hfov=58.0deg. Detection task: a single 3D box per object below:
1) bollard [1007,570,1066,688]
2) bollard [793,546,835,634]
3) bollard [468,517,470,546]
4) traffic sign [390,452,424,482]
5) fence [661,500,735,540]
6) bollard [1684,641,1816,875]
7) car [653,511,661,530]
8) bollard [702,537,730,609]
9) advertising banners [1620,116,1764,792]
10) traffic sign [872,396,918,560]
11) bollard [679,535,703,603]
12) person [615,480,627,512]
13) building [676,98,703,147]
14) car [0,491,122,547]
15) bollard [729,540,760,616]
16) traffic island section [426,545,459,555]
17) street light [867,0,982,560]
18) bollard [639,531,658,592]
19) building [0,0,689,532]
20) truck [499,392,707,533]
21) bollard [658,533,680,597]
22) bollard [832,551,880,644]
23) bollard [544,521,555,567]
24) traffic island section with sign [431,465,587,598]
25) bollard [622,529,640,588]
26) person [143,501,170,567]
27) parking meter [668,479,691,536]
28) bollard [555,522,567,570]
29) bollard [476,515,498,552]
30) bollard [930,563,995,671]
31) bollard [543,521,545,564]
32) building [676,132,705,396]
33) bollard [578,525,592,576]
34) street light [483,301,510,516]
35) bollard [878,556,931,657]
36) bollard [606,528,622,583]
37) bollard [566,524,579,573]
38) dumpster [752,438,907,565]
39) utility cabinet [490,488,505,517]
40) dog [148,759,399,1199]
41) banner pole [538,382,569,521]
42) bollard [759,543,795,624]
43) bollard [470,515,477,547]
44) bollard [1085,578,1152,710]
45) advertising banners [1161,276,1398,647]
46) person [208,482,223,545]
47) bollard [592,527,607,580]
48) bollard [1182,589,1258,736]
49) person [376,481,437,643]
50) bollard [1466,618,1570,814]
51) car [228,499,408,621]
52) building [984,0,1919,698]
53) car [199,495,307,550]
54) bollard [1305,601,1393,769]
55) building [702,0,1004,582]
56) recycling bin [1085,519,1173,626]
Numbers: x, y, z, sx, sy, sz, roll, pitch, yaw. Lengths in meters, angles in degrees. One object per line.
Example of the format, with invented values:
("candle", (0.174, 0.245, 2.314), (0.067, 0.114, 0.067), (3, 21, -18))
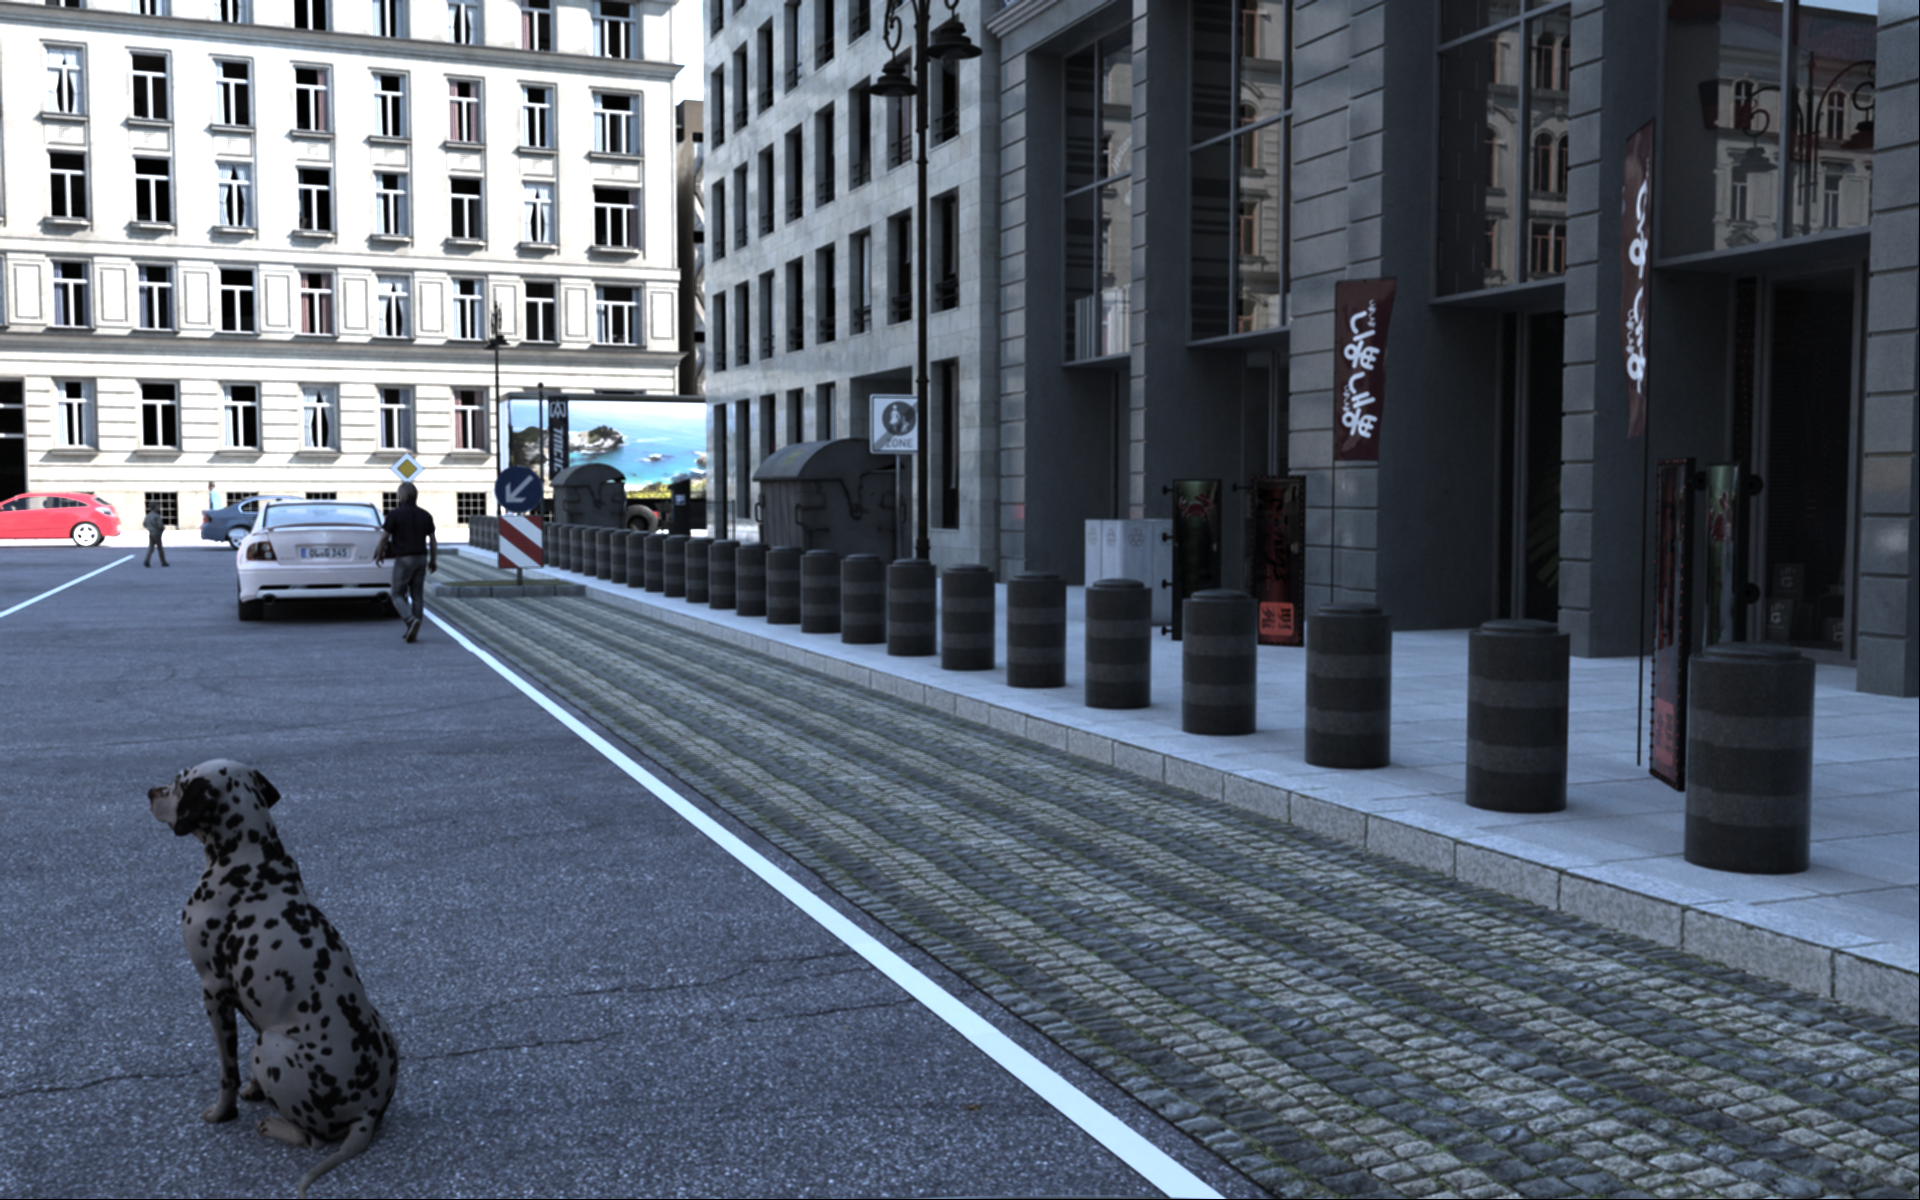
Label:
("bollard", (0.511, 0.191, 11.600), (0.404, 0.777, 0.398), (0, 3, 0))
("bollard", (-1.279, -0.084, 16.095), (0.404, 0.777, 0.398), (0, 3, 0))
("bollard", (-11.980, -1.727, 42.959), (0.404, 0.777, 0.398), (0, 3, 0))
("traffic sign", (-13.244, -2.318, 41.535), (0.795, 2.450, 0.064), (-1, 4, -22))
("fence", (-3.983, -0.935, 26.490), (0.480, 1.192, 2.264), (1, 4, 22))
("bollard", (2.735, 0.533, 6.008), (0.404, 0.777, 0.398), (0, 3, 0))
("car", (-8.940, -2.918, 56.388), (5.304, 1.827, 2.281), (-1, 4, -23))
("bollard", (-2.617, -0.289, 19.444), (0.404, 0.777, 0.398), (0, 3, 0))
("advertising banners", (3.141, -0.697, 7.577), (0.090, 3.025, 2.074), (0, 4, 8))
("traffic sign", (-0.636, -0.965, 17.913), (0.606, 2.300, 0.079), (-1, 4, -16))
("bollard", (-3.056, -0.358, 20.563), (0.404, 0.777, 0.398), (0, 3, 0))
("person", (-9.100, -2.283, 45.978), (0.789, 1.805, 0.875), (2, 4, 27))
("building", (-29.540, -33.221, 193.274), (14.200, 45.320, 14.600), (-1, 4, -22))
("car", (-25.237, -2.320, 46.969), (4.494, 1.783, 2.155), (-1, 4, -21))
("bollard", (-2.169, -0.221, 18.329), (0.404, 0.777, 0.398), (0, 3, 0))
("traffic island section", (-13.225, -1.183, 41.621), (2.009, 0.180, 2.903), (-1, 4, -22))
("street light", (-0.317, -2.558, 14.615), (0.468, 5.910, 1.993), (-1, 4, -22))
("bollard", (-3.948, -0.494, 22.796), (0.404, 0.777, 0.398), (0, 3, 0))
("building", (-26.611, -14.308, 67.224), (30.059, 22.955, 16.112), (-1, 4, -22))
("truck", (-7.560, -3.770, 50.560), (11.283, 4.237, 2.839), (-1, 4, -21))
("bollard", (-3.505, -0.426, 21.679), (0.404, 0.777, 0.398), (0, 3, 0))
("bollard", (-0.828, -0.015, 14.965), (0.404, 0.777, 0.398), (0, 3, 0))
("bollard", (-7.065, -0.973, 30.620), (0.404, 0.777, 0.398), (0, 3, 0))
("traffic island section with sign", (-6.498, -0.985, 24.733), (1.989, 1.847, 2.006), (-1, 4, -22))
("bollard", (-4.395, -0.562, 23.912), (0.404, 0.777, 0.398), (0, 3, 0))
("person", (-15.828, -1.299, 34.018), (0.475, 1.303, 0.640), (1, 4, 10))
("parking meter", (-4.645, -1.239, 28.667), (0.372, 1.533, 0.369), (0, 3, 0))
("bollard", (-6.617, -0.904, 29.497), (0.404, 0.777, 0.398), (0, 3, 0))
("bollard", (-11.078, -1.589, 40.692), (0.404, 0.777, 0.398), (0, 3, 0))
("bollard", (0.059, 0.121, 12.731), (0.404, 0.777, 0.398), (0, 3, 0))
("bollard", (-7.507, -1.041, 31.738), (0.404, 0.777, 0.398), (0, 3, 0))
("building", (-4.790, -12.761, 76.094), (16.811, 18.784, 16.820), (-1, 4, -22))
("bollard", (-5.729, -0.767, 27.263), (0.404, 0.777, 0.398), (0, 3, 0))
("street light", (-11.116, -4.212, 41.655), (0.468, 5.910, 1.993), (-1, 4, -22))
("bollard", (-0.384, 0.053, 13.848), (0.404, 0.777, 0.398), (0, 3, 0))
("bollard", (-4.838, -0.631, 25.029), (0.404, 0.777, 0.398), (0, 3, 0))
("bollard", (-6.176, -0.836, 28.379), (0.404, 0.777, 0.398), (0, 3, 0))
("dumpster", (-1.405, -0.794, 18.733), (1.264, 1.857, 1.865), (-1, 4, -22))
("utility cabinet", (-15.750, -3.100, 59.362), (0.318, 1.500, 1.173), (0, 4, 2))
("dog", (-1.506, 0.796, 3.826), (0.513, 0.831, 0.800), (-2, 4, -24))
("banner pole", (-9.157, -2.987, 38.858), (0.863, 3.779, 0.401), (0, 4, 3))
("bollard", (-1.723, -0.153, 17.213), (0.404, 0.777, 0.398), (0, 3, 0))
("bollard", (-11.530, -1.658, 41.831), (0.404, 0.777, 0.398), (0, 3, 0))
("bollard", (0.957, 0.259, 10.484), (0.404, 0.777, 0.398), (0, 3, 0))
("advertising banners", (2.654, -1.125, 14.580), (2.074, 3.025, 0.090), (2, 4, 34))
("person", (-21.010, -2.452, 48.933), (0.444, 1.785, 0.601), (0, 4, 6))
("bollard", (-5.281, -0.699, 26.146), (0.404, 0.777, 0.398), (0, 3, 0))
("bollard", (1.403, 0.328, 9.359), (0.404, 0.777, 0.398), (0, 3, 0))
("person", (-5.383, -0.371, 16.770), (0.569, 1.553, 0.471), (0, 4, -7))
("bollard", (2.293, 0.464, 7.126), (0.404, 0.777, 0.398), (0, 3, 0))
("car", (-7.843, -0.542, 21.217), (2.083, 1.381, 4.827), (-1, 4, -22))
("building", (11.019, -14.355, 12.198), (11.434, 29.767, 29.804), (-1, 4, -22))
("car", (-17.419, -2.031, 45.210), (4.499, 1.417, 2.014), (-2, 4, -23))
("bollard", (1.849, 0.396, 8.242), (0.404, 0.777, 0.398), (0, 3, 0))
("building", (2.005, -10.964, 34.014), (10.420, 20.320, 16.860), (-1, 4, -22))
("recycling bin", (1.705, -0.277, 17.083), (0.722, 1.027, 0.722), (-2, 4, -26))
